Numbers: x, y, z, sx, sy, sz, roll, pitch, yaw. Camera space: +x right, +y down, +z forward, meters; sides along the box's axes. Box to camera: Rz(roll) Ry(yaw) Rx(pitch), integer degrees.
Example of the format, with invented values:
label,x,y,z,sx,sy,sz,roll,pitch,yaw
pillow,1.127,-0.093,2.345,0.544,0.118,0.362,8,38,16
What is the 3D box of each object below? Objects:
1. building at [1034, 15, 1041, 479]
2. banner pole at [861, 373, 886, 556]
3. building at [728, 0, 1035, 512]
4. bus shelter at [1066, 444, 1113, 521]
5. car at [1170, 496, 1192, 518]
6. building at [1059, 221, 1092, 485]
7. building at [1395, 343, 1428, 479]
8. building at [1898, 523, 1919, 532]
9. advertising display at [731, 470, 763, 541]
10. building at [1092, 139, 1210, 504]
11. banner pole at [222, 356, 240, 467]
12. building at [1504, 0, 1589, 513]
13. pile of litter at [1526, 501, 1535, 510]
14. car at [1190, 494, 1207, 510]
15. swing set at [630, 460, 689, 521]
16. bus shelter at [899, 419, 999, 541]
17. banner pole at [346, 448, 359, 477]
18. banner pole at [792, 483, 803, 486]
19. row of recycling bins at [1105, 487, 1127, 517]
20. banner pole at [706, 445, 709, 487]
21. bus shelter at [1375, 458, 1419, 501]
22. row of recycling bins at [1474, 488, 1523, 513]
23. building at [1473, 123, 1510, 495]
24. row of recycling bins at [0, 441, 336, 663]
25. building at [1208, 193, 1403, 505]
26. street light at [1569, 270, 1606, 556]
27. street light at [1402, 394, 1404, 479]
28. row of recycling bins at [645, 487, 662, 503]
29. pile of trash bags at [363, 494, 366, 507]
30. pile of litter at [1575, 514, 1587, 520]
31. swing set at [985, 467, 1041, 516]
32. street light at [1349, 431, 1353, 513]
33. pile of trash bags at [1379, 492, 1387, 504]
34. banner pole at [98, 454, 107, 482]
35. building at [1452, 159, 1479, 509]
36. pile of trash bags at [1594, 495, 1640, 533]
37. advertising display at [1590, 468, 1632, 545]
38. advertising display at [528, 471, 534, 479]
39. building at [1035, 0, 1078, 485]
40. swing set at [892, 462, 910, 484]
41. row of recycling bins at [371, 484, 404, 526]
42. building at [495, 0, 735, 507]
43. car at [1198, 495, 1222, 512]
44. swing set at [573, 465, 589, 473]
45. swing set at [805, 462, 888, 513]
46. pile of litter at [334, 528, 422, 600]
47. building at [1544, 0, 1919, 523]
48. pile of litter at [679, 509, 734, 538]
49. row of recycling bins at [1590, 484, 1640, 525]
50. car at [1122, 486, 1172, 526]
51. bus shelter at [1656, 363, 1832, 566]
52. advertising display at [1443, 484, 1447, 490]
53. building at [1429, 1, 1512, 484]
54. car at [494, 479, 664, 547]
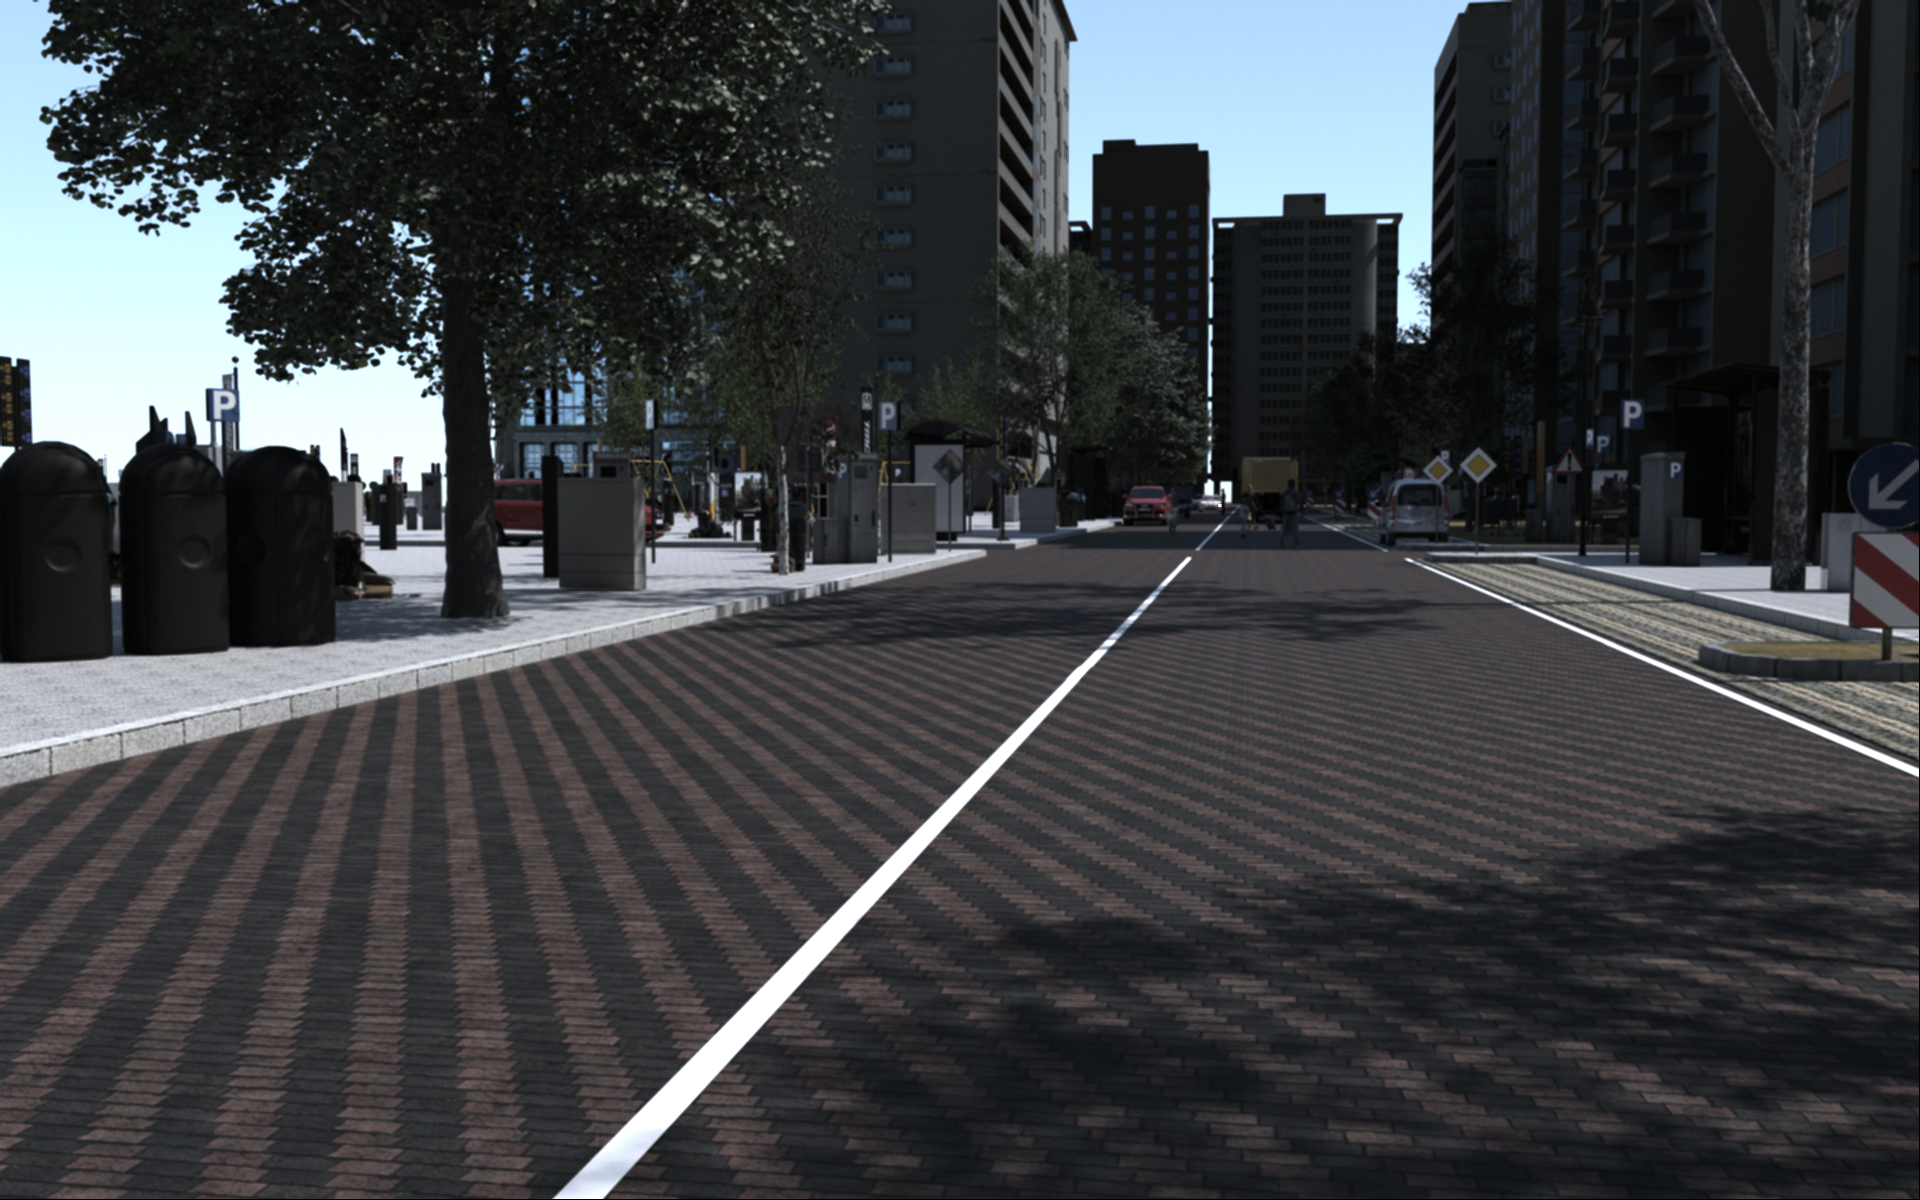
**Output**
label,x,y,z,sx,sy,sz,roll,pitch,yaw
building,-0.714,-30.661,151.418,14.600,45.320,14.200,1,4,9
banner pole,-1.841,-2.803,35.838,0.401,3.779,0.863,2,4,27
building,-6.106,-31.215,134.074,21.300,48.544,21.600,1,4,9
bus shelter,6.405,-5.740,85.136,1.731,3.624,6.357,1,4,10
car,13.086,-5.653,105.014,1.945,1.354,3.894,1,4,9
building,6.529,-33.091,232.925,23.993,40.220,32.217,1,4,9
building,70.536,-22.986,220.868,28.899,21.520,27.650,1,4,9
building,43.012,-24.758,59.422,28.867,44.769,22.147,1,4,9
advertising display,-5.798,-2.574,47.294,0.974,1.923,0.123,-3,5,-42
building,24.555,-34.935,221.301,14.200,45.320,14.600,1,4,9
banner pole,-13.309,-2.549,31.698,0.401,3.779,0.863,-3,5,-44
building,46.955,-28.892,122.497,14.600,45.320,14.200,1,4,9
pile of litter,33.936,-5.407,102.370,1.176,0.858,1.719,0,4,0
car,21.369,-8.626,153.032,2.014,1.417,4.499,1,4,11
swing set,-14.594,-5.110,81.170,2.862,2.851,3.119,1,4,20
bus shelter,-0.195,-3.403,49.561,2.014,3.302,5.546,1,4,10
banner pole,-32.996,-6.358,93.972,0.863,3.779,0.401,-3,5,-44
banner pole,-8.907,-6.365,94.088,0.863,3.779,0.401,1,4,21
row of recycling bins,7.477,-5.435,95.969,3.534,1.692,1.069,-1,4,-14
banner pole,-11.181,-5.342,77.358,0.401,3.779,0.863,1,4,15
bus shelter,24.939,-6.423,98.946,2.014,3.302,5.546,1,4,10
row of recycling bins,35.664,-6.616,115.286,3.534,1.692,1.069,0,4,-2
building,49.208,-22.336,136.898,14.160,30.474,14.107,1,4,9
row of recycling bins,-6.758,-0.414,13.885,1.069,1.692,3.534,3,5,45
building,44.812,-32.716,226.793,23.993,40.220,32.217,1,4,9
street light,12.945,-3.857,35.842,0.468,5.910,1.993,1,4,9
street light,19.903,-6.425,77.839,0.468,5.910,1.993,1,4,9
row of recycling bins,-20.639,-6.712,116.858,1.069,1.692,3.534,-1,4,-12
pile of trash bags,-35.773,-5.586,101.089,1.912,1.369,3.447,3,4,38
pile of litter,31.279,-4.412,86.101,1.719,0.858,1.176,-1,4,-15
swing set,3.345,-6.385,102.014,2.862,2.851,3.119,-2,4,-30
street light,26.574,-8.867,117.763,0.468,5.910,1.993,1,4,9
pile of trash bags,23.240,-5.130,93.620,1.912,1.369,3.447,1,4,22
banner pole,-53.307,-7.203,107.786,0.401,3.779,0.863,1,4,19
building,50.158,-23.200,151.016,14.160,30.474,14.107,1,4,9
pile of trash bags,21.846,-2.810,55.698,1.912,1.369,3.447,-3,5,-42
advertising display,16.407,-2.353,43.690,0.974,1.923,0.123,2,4,25
advertising display,-12.130,-2.680,49.038,0.123,1.923,0.974,-1,4,-16
building,-3.324,-35.823,174.944,27.495,52.752,28.713,1,4,9
swing set,-2.495,-5.305,84.359,3.119,2.851,2.862,1,4,16
row of recycling bins,-23.859,-3.989,72.331,1.069,1.692,3.534,-1,4,-10
building,-32.860,-53.106,180.952,31.000,86.520,22.319,1,4,9
car,20.108,-7.739,138.897,2.083,1.381,4.827,0,4,8
swing set,-18.872,-5.754,91.697,3.119,2.851,2.862,0,4,6
swing set,-4.676,-3.846,60.509,3.119,2.851,2.862,2,4,29
pile of litter,-7.491,-0.450,21.325,1.719,0.858,1.176,-1,4,-17
building,47.369,-27.223,99.715,22.147,44.769,28.867,1,4,9
pile of litter,-7.420,-2.237,50.544,1.719,0.858,1.176,1,4,22
row of recycling bins,28.185,-4.057,73.444,3.534,1.692,1.069,-2,4,-27
car,8.637,-4.351,79.817,2.281,1.827,5.304,1,4,9
bus shelter,15.178,-2.606,33.894,1.731,3.624,6.357,1,4,10
advertising display,30.603,-6.445,110.588,0.974,1.923,0.123,3,5,41
building,57.629,-33.262,167.536,21.300,48.544,21.600,1,4,9
car,-10.074,-2.131,43.519,5.304,1.827,2.281,0,4,8
